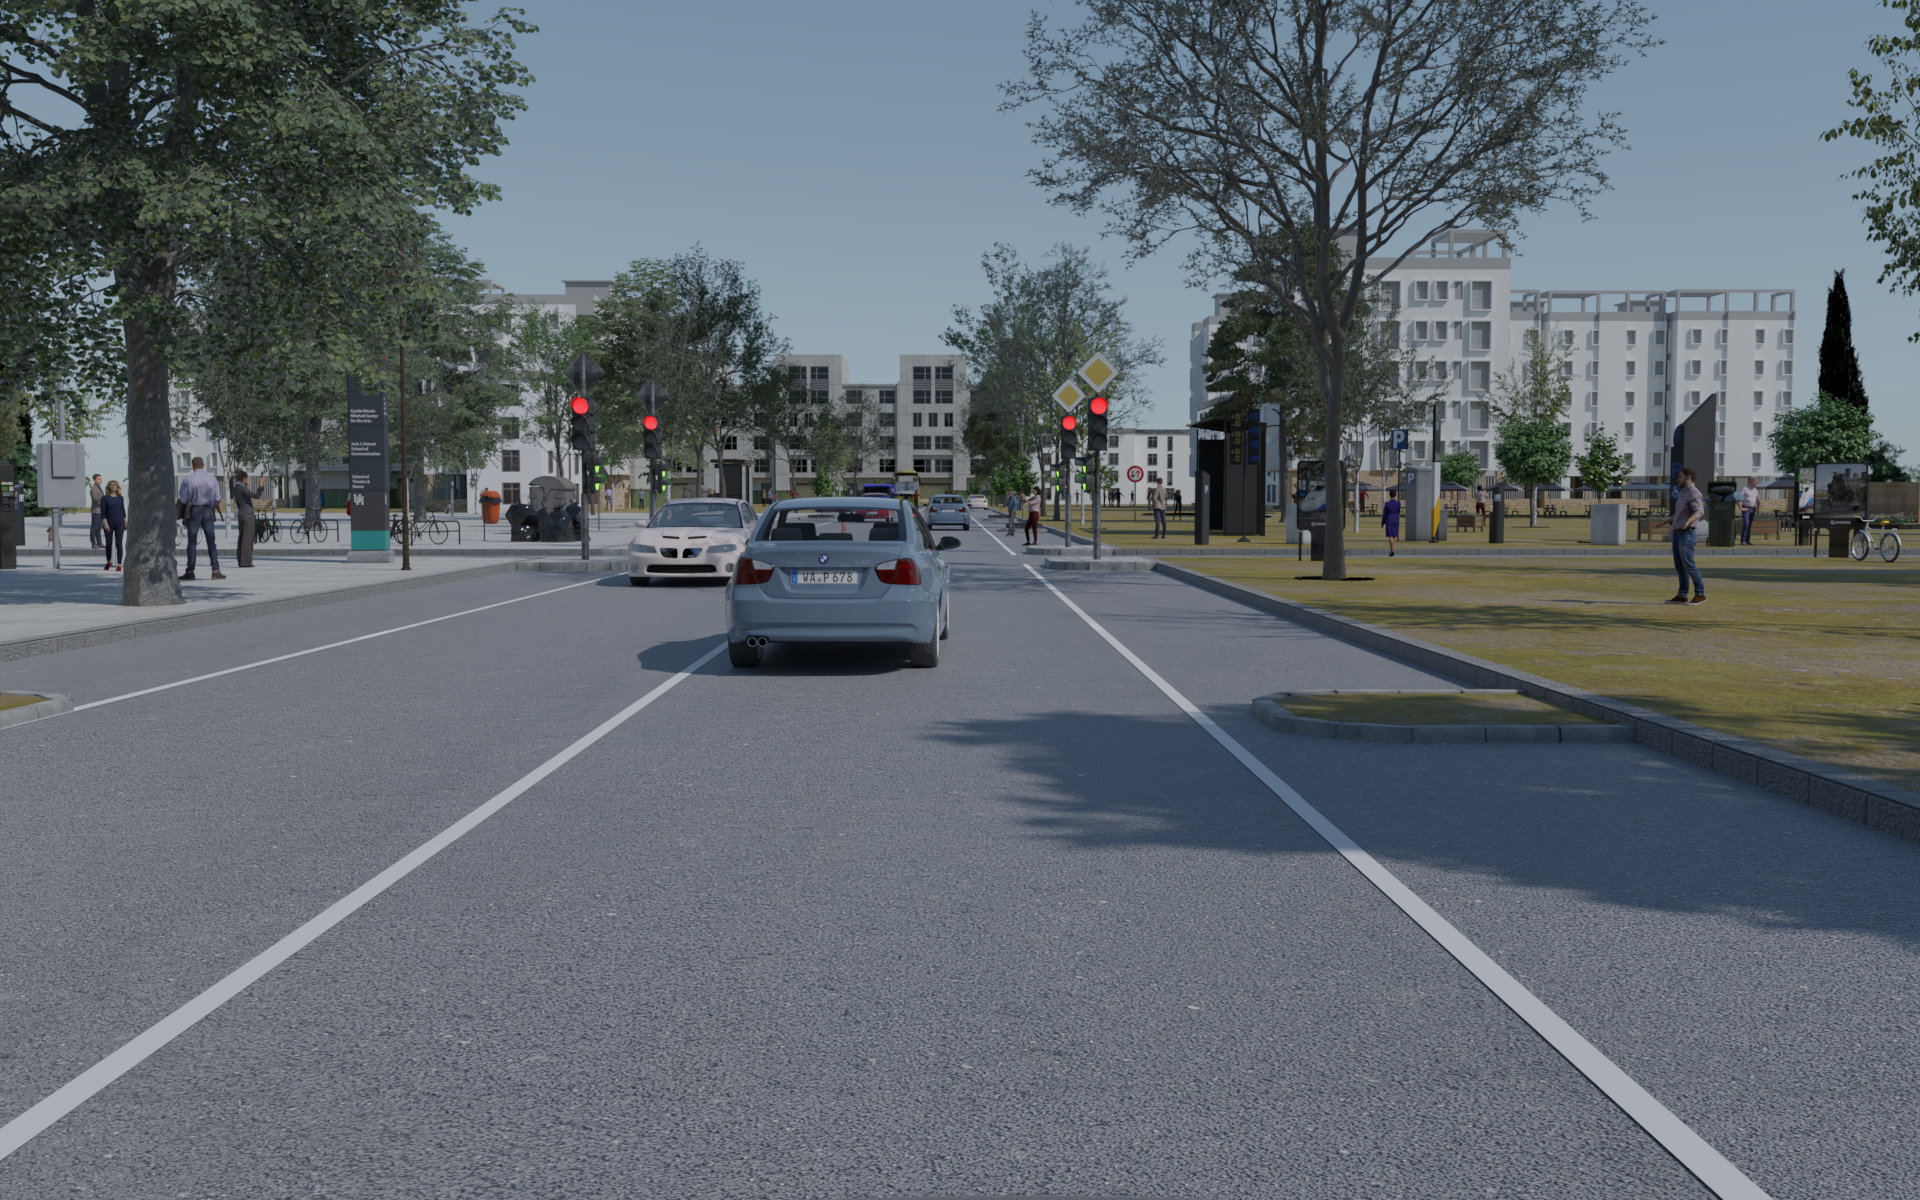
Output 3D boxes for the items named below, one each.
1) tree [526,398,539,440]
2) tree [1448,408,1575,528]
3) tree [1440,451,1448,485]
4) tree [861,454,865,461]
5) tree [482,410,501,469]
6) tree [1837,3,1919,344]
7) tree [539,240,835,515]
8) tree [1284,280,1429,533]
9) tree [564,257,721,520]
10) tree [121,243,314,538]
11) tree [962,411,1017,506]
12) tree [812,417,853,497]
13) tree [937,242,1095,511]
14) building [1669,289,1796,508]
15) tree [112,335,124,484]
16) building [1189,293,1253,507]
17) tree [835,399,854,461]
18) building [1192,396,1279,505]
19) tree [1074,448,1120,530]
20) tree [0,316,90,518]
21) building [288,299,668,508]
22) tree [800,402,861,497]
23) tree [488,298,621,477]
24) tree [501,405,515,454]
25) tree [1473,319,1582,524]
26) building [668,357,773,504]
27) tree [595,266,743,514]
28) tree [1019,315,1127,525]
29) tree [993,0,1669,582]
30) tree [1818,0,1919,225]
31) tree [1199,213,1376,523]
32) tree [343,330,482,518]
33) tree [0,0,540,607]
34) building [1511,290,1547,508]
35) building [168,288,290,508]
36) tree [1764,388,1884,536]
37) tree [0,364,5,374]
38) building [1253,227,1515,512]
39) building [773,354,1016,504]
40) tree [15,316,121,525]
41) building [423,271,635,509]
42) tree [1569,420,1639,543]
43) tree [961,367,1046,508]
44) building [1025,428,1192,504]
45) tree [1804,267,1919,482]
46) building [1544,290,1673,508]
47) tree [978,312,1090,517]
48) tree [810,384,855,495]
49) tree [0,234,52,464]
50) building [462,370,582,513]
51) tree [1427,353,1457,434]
[{"bbox_3d":[-22.214,-10.425,104.867,8.767,10.594,7.601,0,4,-4],"label":"tree"},{"bbox_3d":[22.007,-5.061,66.455,4.285,4.588,4.351,0,3,0],"label":"tree"},{"bbox_3d":[33.117,-8.029,114.988,4.285,4.588,4.351,0,3,0],"label":"tree"},{"bbox_3d":[-11.420,-13.220,166.503,4.360,8.622,3.978,0,3,0],"label":"tree"},{"bbox_3d":[-28.962,-9.016,97.777,4.360,8.622,3.978,0,3,0],"label":"tree"},{"bbox_3d":[15.241,-4.615,25.817,4.360,8.622,3.978,0,3,0],"label":"tree"},{"bbox_3d":[-9.948,-7.965,64.641,8.767,10.594,7.601,1,4,9],"label":"tree"},{"bbox_3d":[12.940,-6.546,57.396,4.360,8.622,3.978,0,3,0],"label":"tree"},{"bbox_3d":[-15.303,-10.127,83.705,7.486,12.596,7.792,0,3,0],"label":"tree"},{"bbox_3d":[-21.170,-6.106,50.193,4.360,8.622,3.978,0,3,0],"label":"tree"},{"bbox_3d":[3.658,-16.415,190.439,6.751,12.117,7.091,0,3,0],"label":"tree"},{"bbox_3d":[-11.453,-12.630,156.868,4.737,8.622,4.395,0,3,0],"label":"tree"},{"bbox_3d":[3.461,-16.948,132.982,12.611,20.169,13.585,0,3,0],"label":"tree"},{"bbox_3d":[70.832,-18.965,166.498,11.380,20.091,16.016,0,4,0],"label":"building"},{"bbox_3d":[-35.155,-7.667,75.718,4.360,8.622,3.978,0,3,0],"label":"tree"},{"bbox_3d":[30.630,-19.082,168.412,16.016,20.091,11.380,0,4,0],"label":"building"},{"bbox_3d":[-10.271,-8.523,73.764,7.601,10.594,8.767,2,4,31],"label":"tree"},{"bbox_3d":[26.812,-12.652,149.009,9.099,9.664,28.070,0,4,0],"label":"building"},{"bbox_3d":[4.794,-4.164,62.675,1.663,3.219,1.824,0,3,0],"label":"tree"},{"bbox_3d":[-58.223,-12.047,98.793,18.604,14.587,13.155,3,5,42],"label":"tree"},{"bbox_3d":[-45.418,-18.303,165.716,31.486,18.905,16.747,0,4,0],"label":"building"},{"bbox_3d":[-11.070,-11.560,139.367,4.360,8.622,3.978,0,3,0],"label":"tree"},{"bbox_3d":[-21.510,-10.218,92.819,9.928,11.665,9.643,0,3,0],"label":"tree"},{"bbox_3d":[-29.987,-9.630,107.816,4.360,8.622,3.978,0,3,0],"label":"tree"},{"bbox_3d":[24.307,-7.533,73.521,4.737,8.622,4.395,0,3,0],"label":"tree"},{"bbox_3d":[-39.415,-22.116,228.046,31.486,18.905,16.747,0,4,0],"label":"building"},{"bbox_3d":[-9.476,-6.516,56.903,4.360,8.622,3.978,0,3,0],"label":"tree"},{"bbox_3d":[4.878,-7.395,71.273,4.737,8.622,4.395,0,3,0],"label":"tree"},{"bbox_3d":[5.511,-7.046,25.566,12.009,13.543,11.850,0,3,0],"label":"tree"},{"bbox_3d":[10.167,-3.966,15.200,4.737,8.622,4.395,0,3,0],"label":"tree"},{"bbox_3d":[14.483,-10.424,77.847,7.806,13.903,7.818,0,3,0],"label":"tree"},{"bbox_3d":[-23.349,-7.542,73.670,4.360,8.622,3.978,0,3,0],"label":"tree"},{"bbox_3d":[-9.482,-6.911,19.655,9.857,13.997,8.962,0,3,0],"label":"tree"},{"bbox_3d":[47.655,-18.982,166.777,11.380,20.091,16.016,0,4,0],"label":"building"},{"bbox_3d":[-67.144,-18.924,165.824,11.380,20.091,16.016,0,4,0],"label":"building"},{"bbox_3d":[26.693,-4.272,53.560,4.285,4.588,4.351,0,3,0],"label":"tree"},{"bbox_3d":[-34.972,-6.669,59.409,4.360,8.622,3.978,0,3,0],"label":"tree"},{"bbox_3d":[30.930,-16.632,128.358,16.016,20.091,11.380,0,4,0],"label":"building"},{"bbox_3d":[-7.706,-22.103,227.841,31.486,18.905,16.747,0,4,0],"label":"building"},{"bbox_3d":[-36.735,-7.373,70.917,4.737,8.622,4.395,0,3,0],"label":"tree"},{"bbox_3d":[-37.185,-18.016,150.979,16.016,20.091,11.380,0,4,0],"label":"building"},{"bbox_3d":[16.851,-3.099,45.265,1.663,3.219,1.824,0,3,0],"label":"tree"},{"bbox_3d":[4.246,-15.626,162.915,7.806,13.903,7.818,0,3,0],"label":"tree"},{"bbox_3d":[22.253,-17.306,225.107,28.070,9.664,9.099,0,4,0],"label":"building"},{"bbox_3d":[57.038,-12.449,105.356,13.155,14.587,18.604,0,4,3],"label":"tree"},{"bbox_3d":[59.443,-19.023,167.450,11.380,20.091,16.016,0,4,0],"label":"building"},{"bbox_3d":[4.627,-10.593,98.950,9.928,11.665,9.643,0,3,0],"label":"tree"},{"bbox_3d":[-11.446,-17.057,189.257,12.009,13.543,11.850,0,3,0],"label":"tree"},{"bbox_3d":[-30.938,-7.934,51.771,6.751,12.117,7.091,0,3,0],"label":"tree"},{"bbox_3d":[-33.042,-11.590,131.646,9.099,9.664,28.070,0,4,0],"label":"building"},{"bbox_3d":[16.409,-7.076,66.055,4.360,8.622,3.978,0,3,0],"label":"tree"}]
